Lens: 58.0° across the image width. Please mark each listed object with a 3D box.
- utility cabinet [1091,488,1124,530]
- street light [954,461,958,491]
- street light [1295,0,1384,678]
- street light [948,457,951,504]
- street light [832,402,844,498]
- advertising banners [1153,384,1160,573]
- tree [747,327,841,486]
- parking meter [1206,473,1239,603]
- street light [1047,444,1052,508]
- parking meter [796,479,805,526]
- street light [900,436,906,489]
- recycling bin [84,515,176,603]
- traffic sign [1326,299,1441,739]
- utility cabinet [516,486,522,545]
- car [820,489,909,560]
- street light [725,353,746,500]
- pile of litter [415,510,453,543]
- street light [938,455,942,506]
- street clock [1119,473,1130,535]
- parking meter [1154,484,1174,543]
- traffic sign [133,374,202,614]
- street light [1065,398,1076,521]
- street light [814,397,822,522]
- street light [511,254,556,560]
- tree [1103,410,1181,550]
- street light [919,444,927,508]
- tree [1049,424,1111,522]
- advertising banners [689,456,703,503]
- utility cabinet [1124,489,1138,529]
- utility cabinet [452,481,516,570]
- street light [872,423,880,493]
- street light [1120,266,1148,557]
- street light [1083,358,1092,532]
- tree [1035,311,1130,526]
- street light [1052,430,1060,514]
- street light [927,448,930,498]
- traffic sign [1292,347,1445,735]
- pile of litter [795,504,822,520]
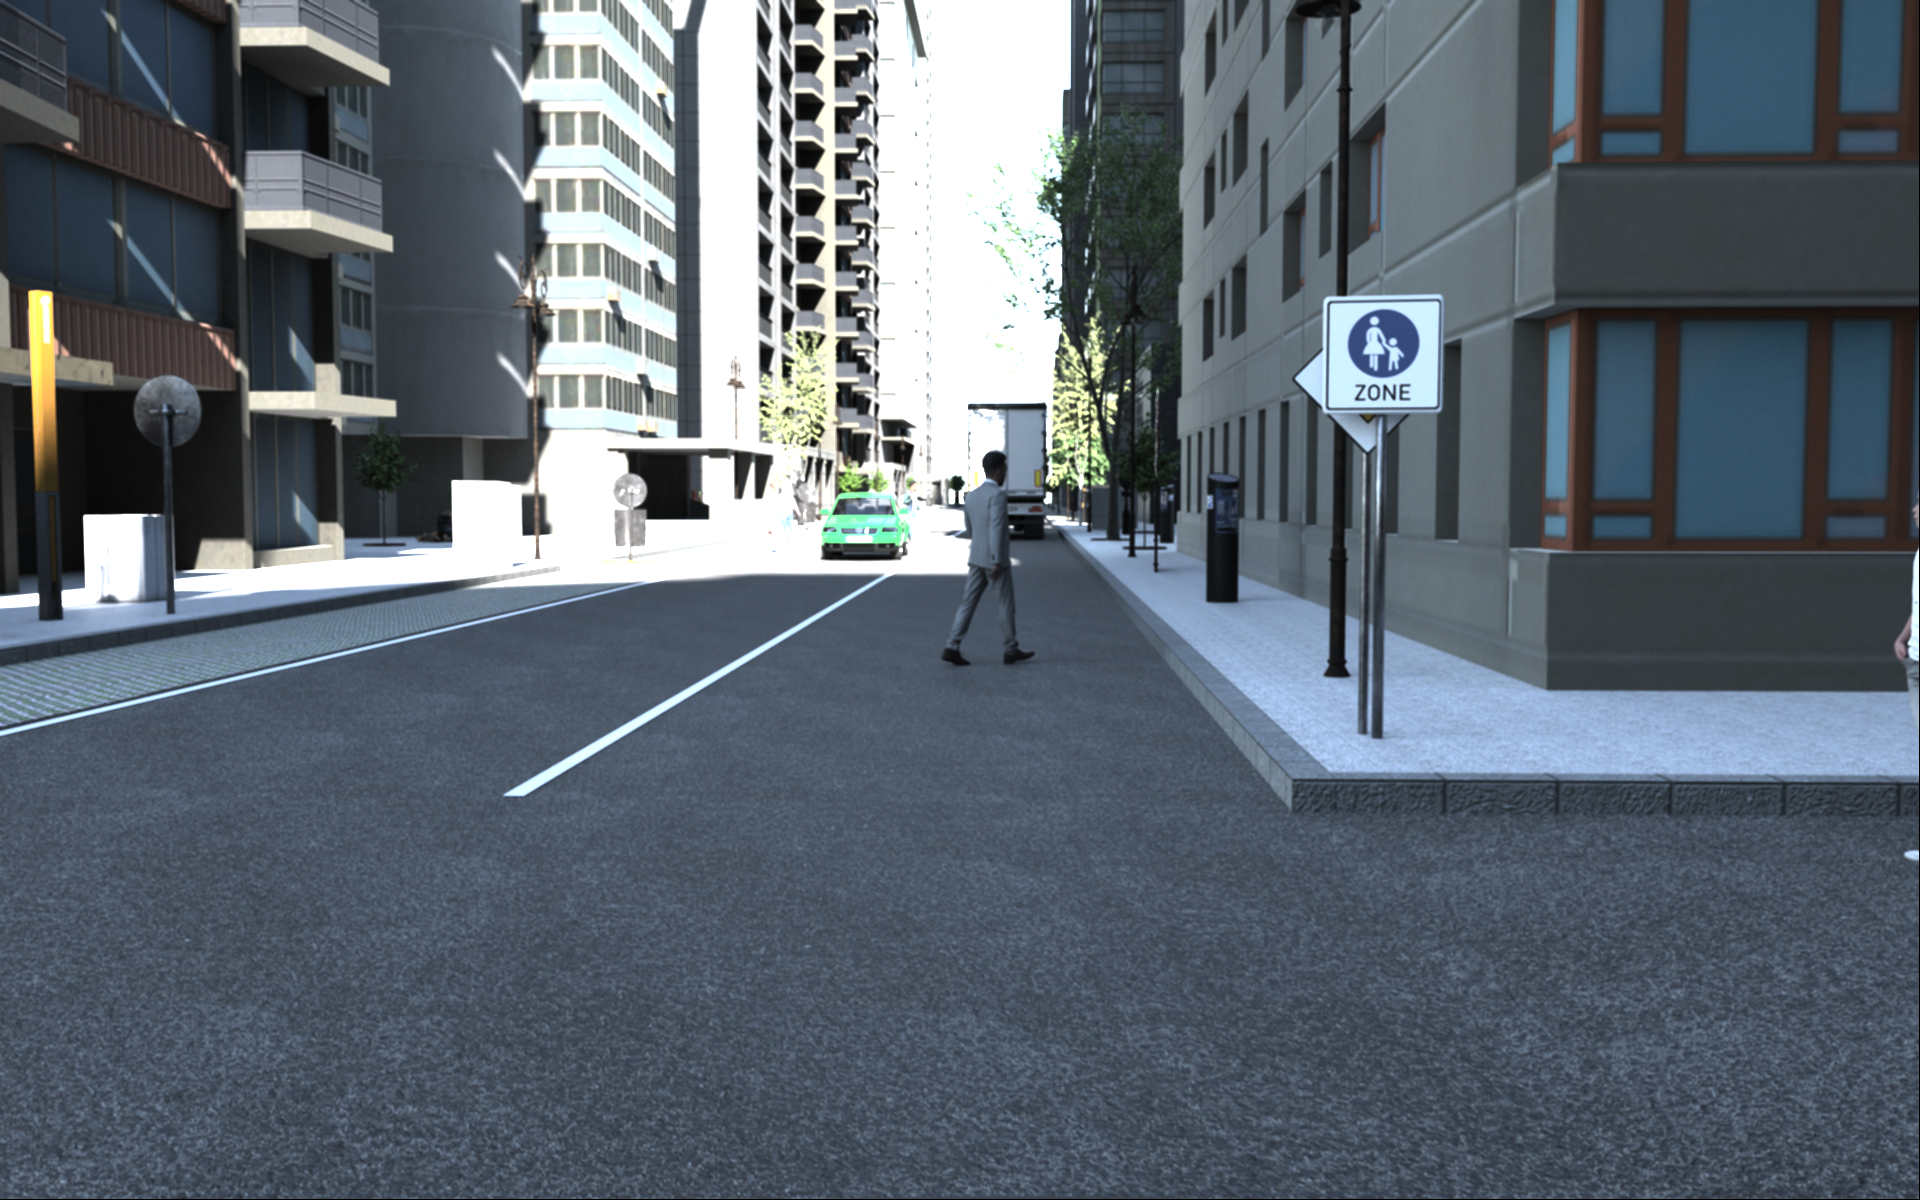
[{"bbox_3d":[5.189,-3.226,61.417,0.318,1.500,1.173,-3,5,-41],"label":"utility cabinet"},{"bbox_3d":[-0.500,-16.356,240.213,0.468,5.910,1.993,0,4,2],"label":"street light"},{"bbox_3d":[2.654,-2.399,12.016,0.468,5.910,1.993,0,4,2],"label":"street light"},{"bbox_3d":[-1.315,-14.927,216.836,0.468,5.910,1.993,0,4,2],"label":"street light"},{"bbox_3d":[-6.162,-7.004,87.299,0.468,5.910,1.993,0,4,2],"label":"street light"},{"bbox_3d":[3.248,-1.984,28.618,0.090,3.025,2.074,0,4,6],"label":"advertising banners"},{"bbox_3d":[-7.000,-7.655,75.518,4.737,8.622,4.395,0,3,0],"label":"tree"},{"bbox_3d":[3.120,-0.744,20.573,0.372,1.533,0.369,0,3,0],"label":"parking meter"},{"bbox_3d":[7.347,-10.026,136.715,0.468,5.910,1.993,0,4,2],"label":"street light"},{"bbox_3d":[-6.357,-3.876,69.077,0.255,1.863,0.399,-1,4,-21],"label":"parking meter"},{"bbox_3d":[-4.418,-9.859,133.982,0.468,5.910,1.993,0,4,2],"label":"street light"},{"bbox_3d":[-9.951,-0.503,20.772,0.722,1.027,0.722,1,4,14],"label":"recycling bin"},{"bbox_3d":[2.192,-0.422,9.033,0.606,2.300,0.079,1,4,10],"label":"traffic sign"},{"bbox_3d":[-11.300,-2.087,42.802,0.318,1.500,1.173,1,4,21],"label":"utility cabinet"},{"bbox_3d":[-2.115,-1.849,39.035,1.959,1.807,4.718,0,4,1],"label":"car"},{"bbox_3d":[-7.357,-5.149,56.966,0.468,5.910,1.993,0,4,2],"label":"street light"},{"bbox_3d":[-14.034,-1.982,46.375,1.176,0.858,1.719,0,4,5],"label":"pile of litter"},{"bbox_3d":[-2.237,-13.509,193.654,0.468,5.910,1.993,0,4,2],"label":"street light"},{"bbox_3d":[5.255,-3.068,54.730,0.471,2.002,0.358,3,4,36],"label":"street clock"},{"bbox_3d":[5.432,-2.264,45.431,0.372,1.533,0.369,0,3,0],"label":"parking meter"},{"bbox_3d":[-8.451,-1.123,18.471,0.768,2.556,0.104,0,4,6],"label":"traffic sign"},{"bbox_3d":[5.416,-6.735,82.906,0.468,5.910,1.993,0,4,2],"label":"street light"},{"bbox_3d":[-6.496,-6.567,80.151,0.468,5.910,1.993,0,4,2],"label":"street light"},{"bbox_3d":[-8.211,-3.713,33.495,0.468,5.910,1.993,0,4,2],"label":"street light"},{"bbox_3d":[4.421,-2.792,40.253,1.663,3.219,1.824,0,3,0],"label":"tree"},{"bbox_3d":[-3.555,-11.294,157.446,0.468,5.910,1.993,0,4,2],"label":"street light"},{"bbox_3d":[5.563,-5.861,79.536,4.285,4.588,4.351,0,3,0],"label":"tree"},{"bbox_3d":[-11.713,-4.900,76.310,0.090,3.025,2.074,1,4,11],"label":"advertising banners"},{"bbox_3d":[5.936,-3.364,63.688,1.173,1.500,0.318,2,4,27],"label":"utility cabinet"},{"bbox_3d":[-8.080,-1.265,29.355,0.318,1.500,1.173,1,4,23],"label":"utility cabinet"},{"bbox_3d":[-5.308,-8.441,110.799,0.468,5.910,1.993,0,4,2],"label":"street light"},{"bbox_3d":[3.515,-3.817,35.201,0.468,5.910,1.993,0,4,2],"label":"street light"},{"bbox_3d":[4.394,-5.254,58.693,0.468,5.910,1.993,0,4,2],"label":"street light"},{"bbox_3d":[4.909,-7.346,70.463,4.737,8.622,4.395,0,3,0],"label":"tree"},{"bbox_3d":[6.486,-8.608,113.531,0.468,5.910,1.993,0,4,2],"label":"street light"},{"bbox_3d":[-3.107,-12.034,169.543,0.468,5.910,1.993,0,4,2],"label":"street light"},{"bbox_3d":[2.150,-0.340,9.195,0.795,2.450,0.064,0,4,2],"label":"traffic sign"},{"bbox_3d":[-7.240,-4.305,84.345,1.719,0.858,1.176,2,4,26],"label":"pile of litter"}]
